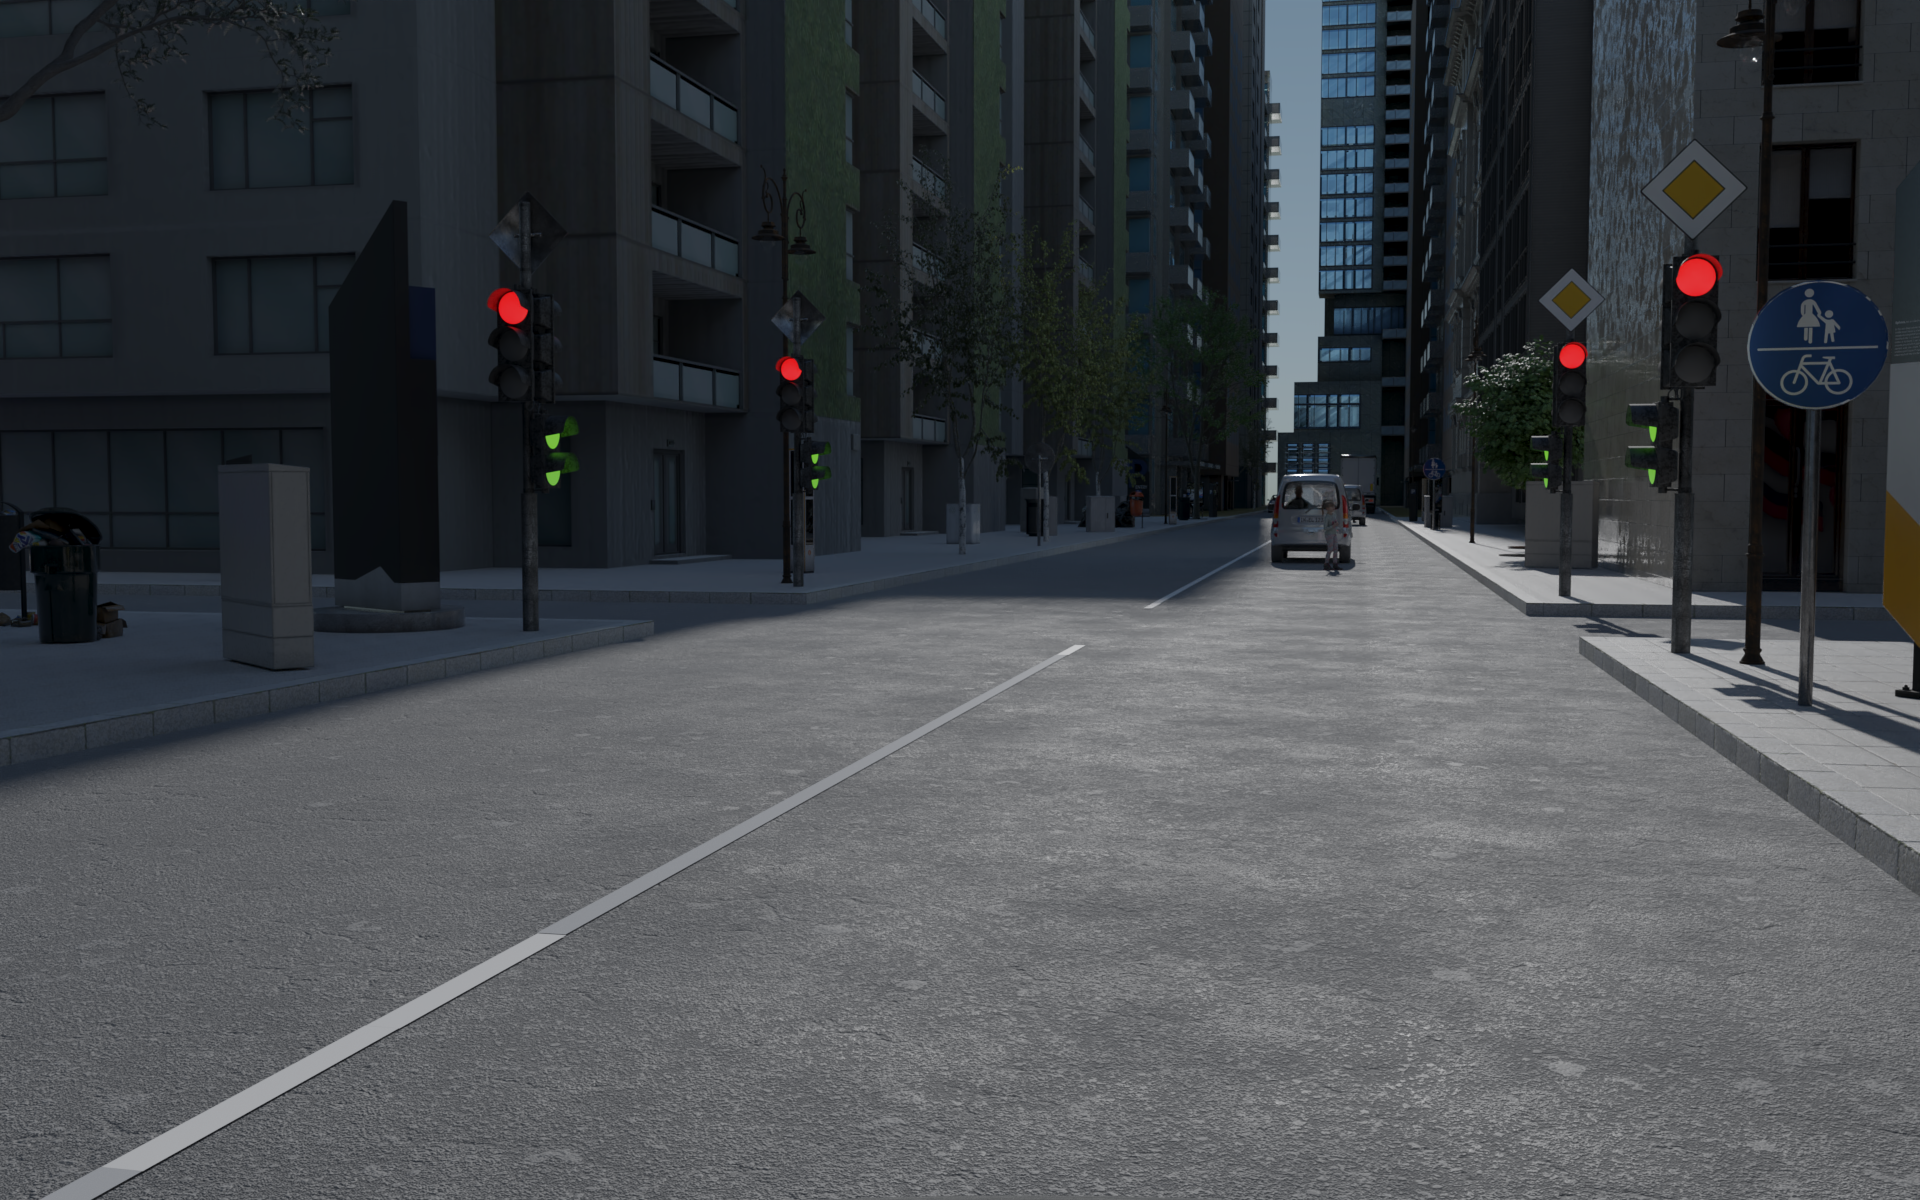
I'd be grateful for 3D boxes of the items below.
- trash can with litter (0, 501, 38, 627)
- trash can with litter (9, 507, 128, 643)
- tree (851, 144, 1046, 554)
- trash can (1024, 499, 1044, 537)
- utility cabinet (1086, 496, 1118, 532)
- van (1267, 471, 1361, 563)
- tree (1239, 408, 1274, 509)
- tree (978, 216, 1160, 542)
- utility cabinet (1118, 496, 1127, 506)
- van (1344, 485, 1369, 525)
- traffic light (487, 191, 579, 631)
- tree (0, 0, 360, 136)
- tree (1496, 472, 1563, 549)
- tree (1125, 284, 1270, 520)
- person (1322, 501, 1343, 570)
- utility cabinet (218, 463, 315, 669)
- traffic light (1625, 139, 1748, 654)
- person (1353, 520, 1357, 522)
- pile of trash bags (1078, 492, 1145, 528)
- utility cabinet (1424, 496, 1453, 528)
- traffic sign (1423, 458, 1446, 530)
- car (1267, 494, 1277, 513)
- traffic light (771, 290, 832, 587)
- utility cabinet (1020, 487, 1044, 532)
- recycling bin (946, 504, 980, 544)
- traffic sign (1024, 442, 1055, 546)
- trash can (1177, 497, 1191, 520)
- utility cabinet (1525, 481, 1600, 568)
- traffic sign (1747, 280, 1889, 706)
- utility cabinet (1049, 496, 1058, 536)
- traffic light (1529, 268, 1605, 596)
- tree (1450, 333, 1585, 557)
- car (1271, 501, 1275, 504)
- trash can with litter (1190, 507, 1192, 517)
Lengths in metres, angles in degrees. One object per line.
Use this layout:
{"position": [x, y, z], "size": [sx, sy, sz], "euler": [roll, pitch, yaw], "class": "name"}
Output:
{"position": [-9.772, -0.369, 17.095], "size": [2.233, 1.210, 1.678], "euler": [0, 4, 7], "class": "trash can with litter"}
{"position": [-7.787, -0.233, 15.203], "size": [0.624, 1.170, 1.055], "euler": [0, 4, -4], "class": "trash can with litter"}
{"position": [-0.040, -5.262, 36.391], "size": [4.360, 8.622, 3.978], "euler": [0, 3, 0], "class": "tree"}
{"position": [2.308, -2.496, 52.469], "size": [0.748, 1.137, 0.748], "euler": [0, 3, 0], "class": "trash can"}
{"position": [4.751, -2.896, 58.513], "size": [1.020, 1.237, 0.306], "euler": [-2, 4, -31], "class": "utility cabinet"}
{"position": [7.640, -1.864, 37.495], "size": [2.013, 2.044, 4.112], "euler": [1, 4, 13], "class": "van"}
{"position": [24.585, -11.934, 145.482], "size": [4.360, 8.622, 3.978], "euler": [0, 3, 0], "class": "tree"}
{"position": [2.536, -5.869, 46.322], "size": [4.737, 8.622, 4.395], "euler": [0, 3, 0], "class": "tree"}
{"position": [6.600, -3.684, 71.389], "size": [0.306, 1.237, 1.020], "euler": [-1, 4, -10], "class": "utility cabinet"}
{"position": [18.033, -4.506, 80.687], "size": [2.013, 2.044, 4.112], "euler": [1, 4, 12], "class": "van"}
{"position": [-4.005, -1.663, 16.108], "size": [0.839, 4.253, 0.868], "euler": [1, 4, 13], "class": "traffic light"}
{"position": [-6.135, -6.058, 9.427], "size": [12.009, 13.543, 11.850], "euler": [0, 3, 0], "class": "tree"}
{"position": [13.528, -2.815, 40.621], "size": [1.663, 3.219, 1.824], "euler": [0, 3, 0], "class": "tree"}
{"position": [11.854, -9.891, 87.471], "size": [9.928, 11.665, 9.643], "euler": [0, 3, 0], "class": "tree"}
{"position": [7.007, -1.210, 32.564], "size": [0.394, 1.301, 0.425], "euler": [2, 4, 27], "class": "person"}
{"position": [-5.194, -0.263, 12.971], "size": [0.318, 1.500, 1.173], "euler": [-3, 5, -40], "class": "utility cabinet"}
{"position": [5.807, -1.527, 13.887], "size": [0.839, 4.253, 0.868], "euler": [1, 4, 13], "class": "traffic light"}
{"position": [19.784, -4.840, 87.726], "size": [0.635, 1.810, 0.391], "euler": [2, 4, 26], "class": "person"}
{"position": [5.986, -3.444, 66.066], "size": [1.912, 1.369, 3.447], "euler": [-2, 4, -27], "class": "pile of trash bags"}
{"position": [18.366, -3.384, 66.484], "size": [1.020, 1.237, 0.306], "euler": [0, 4, -2], "class": "utility cabinet"}
{"position": [16.754, -3.737, 61.200], "size": [0.768, 2.556, 0.104], "euler": [1, 4, 19], "class": "traffic sign"}
{"position": [24.675, -7.423, 133.375], "size": [2.014, 1.417, 4.499], "euler": [1, 4, 13], "class": "car"}
{"position": [-2.224, -2.139, 23.892], "size": [0.839, 4.253, 0.868], "euler": [1, 4, 13], "class": "traffic light"}
{"position": [2.395, -2.999, 57.705], "size": [0.318, 1.500, 1.173], "euler": [-2, 4, -25], "class": "utility cabinet"}
{"position": [0.085, -1.963, 44.642], "size": [0.722, 1.027, 0.722], "euler": [1, 4, 17], "class": "recycling bin"}
{"position": [1.949, -2.605, 42.696], "size": [0.768, 2.556, 0.104], "euler": [1, 4, 15], "class": "traffic sign"}
{"position": [10.895, -4.444, 84.319], "size": [0.748, 1.137, 0.748], "euler": [0, 3, 0], "class": "trash can"}
{"position": [10.383, -1.296, 29.871], "size": [1.173, 1.500, 0.318], "euler": [3, 5, 40], "class": "utility cabinet"}
{"position": [5.125, -0.631, 10.425], "size": [0.768, 2.556, 0.104], "euler": [1, 4, 18], "class": "traffic sign"}
{"position": [2.875, -2.604, 53.730], "size": [0.306, 1.237, 1.020], "euler": [0, 4, 1], "class": "utility cabinet"}
{"position": [7.588, -2.003, 21.672], "size": [0.839, 4.253, 0.868], "euler": [1, 4, 13], "class": "traffic light"}
{"position": [11.789, -3.174, 35.606], "size": [4.285, 4.588, 4.351], "euler": [0, 3, 0], "class": "tree"}
{"position": [20.668, -5.914, 109.062], "size": [2.083, 1.381, 4.827], "euler": [1, 4, 11], "class": "car"}
{"position": [12.890, -5.235, 96.973], "size": [0.624, 1.170, 1.055], "euler": [-1, 4, -17], "class": "trash can with litter"}
